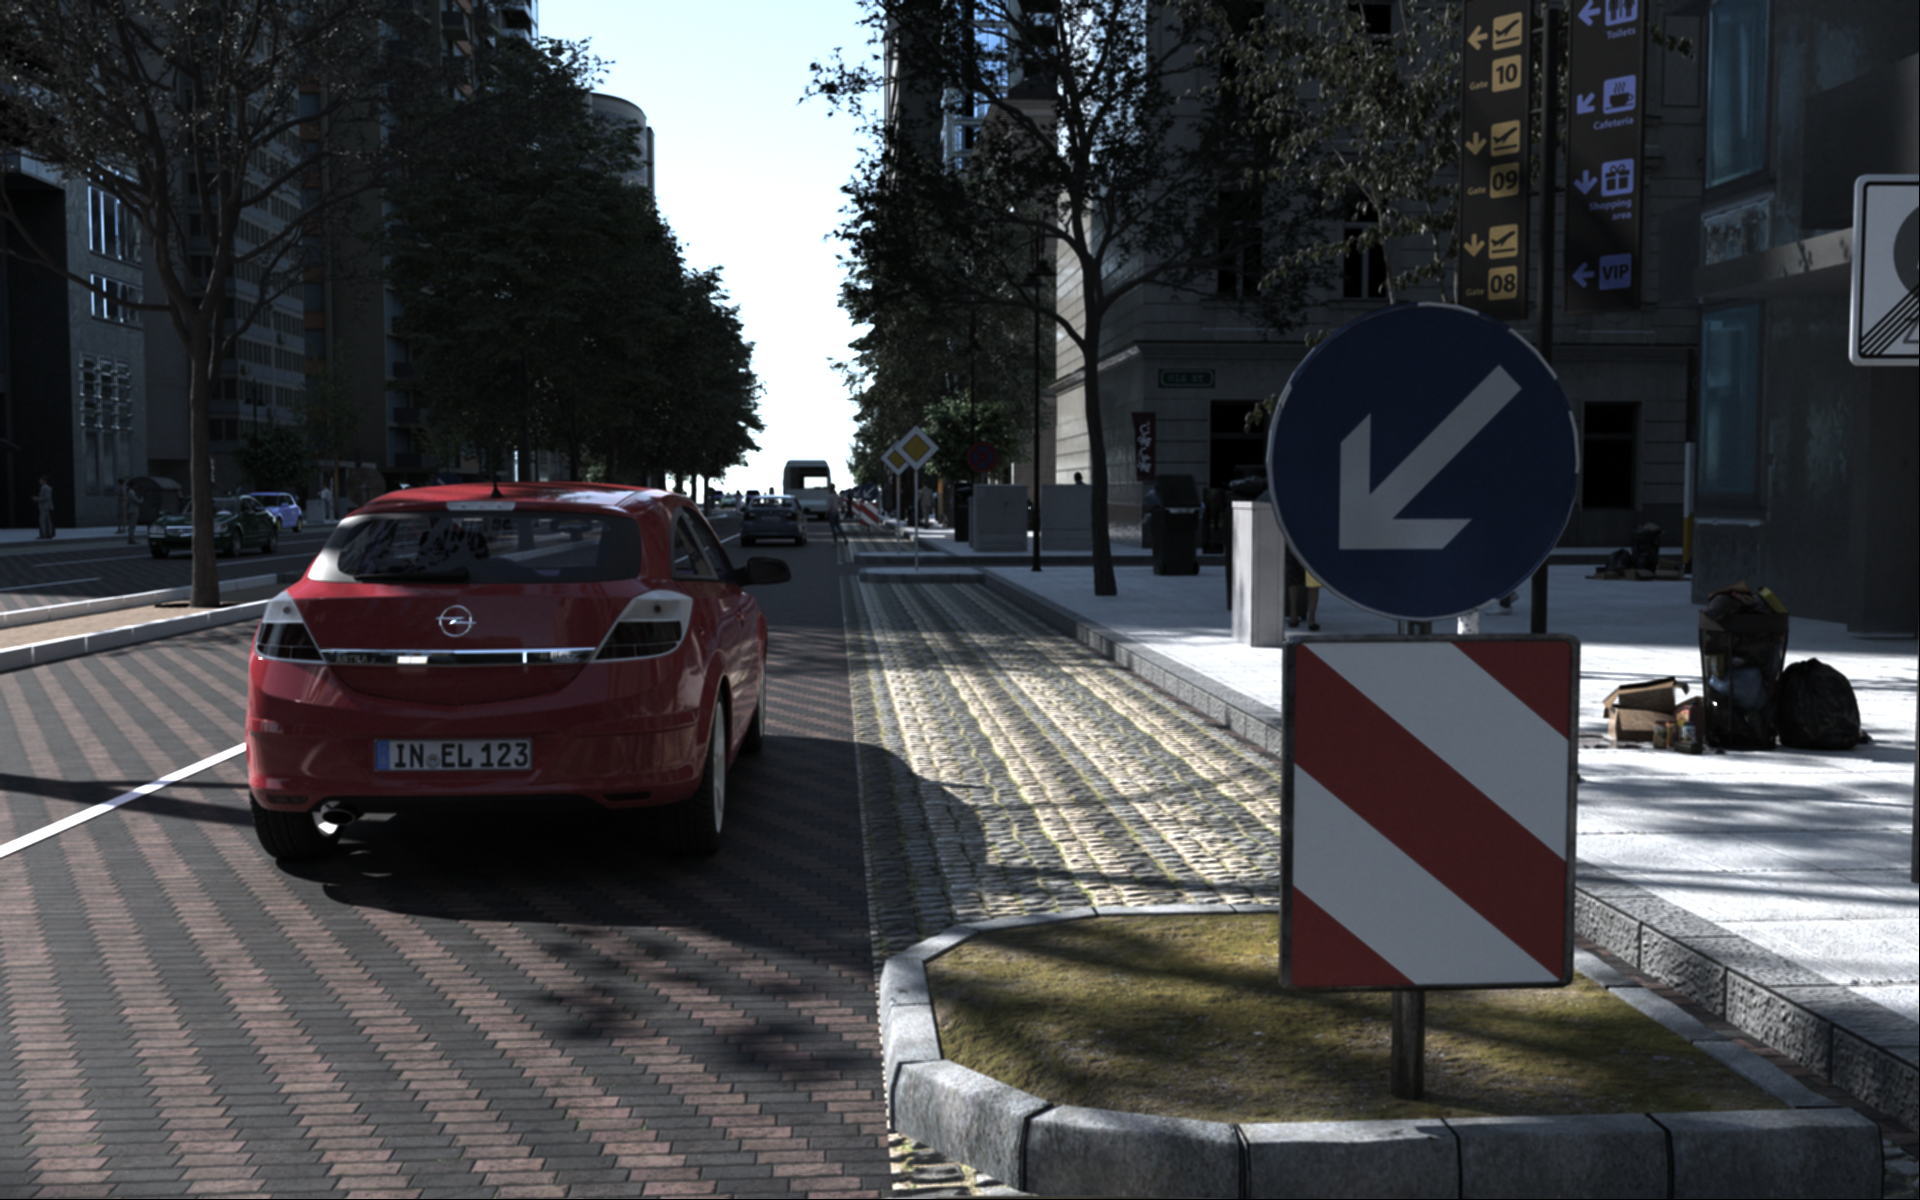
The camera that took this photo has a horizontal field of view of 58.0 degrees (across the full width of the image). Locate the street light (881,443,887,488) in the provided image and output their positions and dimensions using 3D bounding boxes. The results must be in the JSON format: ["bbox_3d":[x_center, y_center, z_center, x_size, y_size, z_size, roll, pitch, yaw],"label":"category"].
[{"bbox_3d":[-5.347,-8.971,119.462,0.468,5.910,1.993,0,4,-4],"label":"street light"}]

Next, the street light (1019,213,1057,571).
[{"bbox_3d":[1.275,-3.419,28.685,0.468,5.910,1.993,0,4,-4],"label":"street light"}]

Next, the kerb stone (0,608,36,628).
[{"bbox_3d":[-10.302,0.193,19.033,0.120,0.150,1.000,0,4,-4],"label":"kerb stone"}]

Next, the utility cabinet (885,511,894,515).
[{"bbox_3d":[-4.042,-5.820,103.833,0.318,1.500,1.173,1,4,18],"label":"utility cabinet"}]

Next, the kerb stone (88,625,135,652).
[{"bbox_3d":[-7.978,0.372,16.137,0.120,0.150,1.000,0,4,-4],"label":"kerb stone"}]

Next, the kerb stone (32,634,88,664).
[{"bbox_3d":[-7.904,0.434,15.100,0.120,0.150,1.000,0,4,-4],"label":"kerb stone"}]

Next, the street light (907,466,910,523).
[{"bbox_3d":[-2.269,-6.364,76.831,0.468,5.910,1.993,0,4,-4],"label":"street light"}]

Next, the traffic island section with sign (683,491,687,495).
[{"bbox_3d":[-38.741,-14.418,244.368,1.989,1.847,2.006,0,4,-4],"label":"traffic island section with sign"}]

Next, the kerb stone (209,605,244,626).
[{"bbox_3d":[-8.203,0.183,19.201,0.120,0.150,1.000,0,4,-4],"label":"kerb stone"}]

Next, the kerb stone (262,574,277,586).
[{"bbox_3d":[-10.907,-0.308,27.226,0.120,0.150,1.000,0,4,-4],"label":"kerb stone"}]

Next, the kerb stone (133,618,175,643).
[{"bbox_3d":[-8.050,0.308,17.157,0.120,0.150,1.000,0,4,-4],"label":"kerb stone"}]

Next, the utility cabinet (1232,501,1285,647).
[{"bbox_3d":[2.579,-0.232,14.959,0.306,1.237,1.020,0,4,0],"label":"utility cabinet"}]

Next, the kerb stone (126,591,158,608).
[{"bbox_3d":[-10.522,0.009,22.102,0.120,0.150,1.000,0,4,-4],"label":"kerb stone"}]

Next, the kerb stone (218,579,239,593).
[{"bbox_3d":[-10.753,-0.182,25.176,0.120,0.150,1.000,0,4,-4],"label":"kerb stone"}]

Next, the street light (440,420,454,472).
[{"bbox_3d":[-30.282,-7.925,102.358,0.468,5.910,1.993,0,4,-4],"label":"street light"}]

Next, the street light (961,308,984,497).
[{"bbox_3d":[0.314,-4.314,43.326,0.468,5.910,1.993,0,4,-4],"label":"street light"}]

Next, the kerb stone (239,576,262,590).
[{"bbox_3d":[-10.822,-0.245,26.203,0.120,0.150,1.000,0,4,-4],"label":"kerb stone"}]

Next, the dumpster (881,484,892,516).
[{"bbox_3d":[-4.019,-5.887,102.017,1.264,1.857,1.865,0,4,-4],"label":"dumpster"}]

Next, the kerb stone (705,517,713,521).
[{"bbox_3d":[-13.818,-4.477,95.401,0.120,0.150,1.000,0,4,-4],"label":"kerb stone"}]

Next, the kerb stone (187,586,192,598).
[{"bbox_3d":[-10.676,-0.119,24.148,0.120,0.150,1.000,0,4,-4],"label":"kerb stone"}]

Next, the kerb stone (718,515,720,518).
[{"bbox_3d":[-14.187,-4.790,100.505,0.120,0.150,1.000,0,4,-4],"label":"kerb stone"}]

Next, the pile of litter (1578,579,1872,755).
[{"bbox_3d":[3.906,0.302,9.026,1.719,0.858,1.176,1,4,10],"label":"pile of litter"}]

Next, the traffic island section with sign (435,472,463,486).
[{"bbox_3d":[-10.502,-1.702,35.967,2.006,1.907,1.989,0,4,-4],"label":"traffic island section with sign"}]

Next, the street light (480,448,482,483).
[{"bbox_3d":[-30.892,-8.496,111.690,0.468,5.910,1.993,0,4,-4],"label":"street light"}]

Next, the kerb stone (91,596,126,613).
[{"bbox_3d":[-10.445,0.068,21.078,0.120,0.150,1.000,0,4,-4],"label":"kerb stone"}]

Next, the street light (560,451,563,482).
[{"bbox_3d":[-33.581,-10.573,145.654,0.468,5.910,1.993,0,4,-4],"label":"street light"}]

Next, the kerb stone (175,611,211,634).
[{"bbox_3d":[-8.134,0.251,18.177,0.120,0.150,1.000,0,4,-4],"label":"kerb stone"}]

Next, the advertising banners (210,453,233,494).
[{"bbox_3d":[-31.696,-4.780,74.335,2.074,3.025,0.090,3,5,40],"label":"advertising banners"}]

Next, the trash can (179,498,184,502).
[{"bbox_3d":[-29.442,-3.254,64.864,0.748,1.137,0.748,0,3,0],"label":"trash can"}]

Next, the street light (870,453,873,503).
[{"bbox_3d":[-7.814,-11.069,153.767,0.468,5.910,1.993,0,4,-4],"label":"street light"}]

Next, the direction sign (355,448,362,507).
[{"bbox_3d":[-29.911,-5.760,86.171,0.379,3.537,0.876,0,4,-2],"label":"direction sign"}]

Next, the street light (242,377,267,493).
[{"bbox_3d":[-27.865,-5.857,68.553,0.468,5.910,1.993,0,4,-4],"label":"street light"}]

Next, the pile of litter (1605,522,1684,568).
[{"bbox_3d":[10.330,-0.734,25.963,1.719,0.858,1.176,2,4,34],"label":"pile of litter"}]

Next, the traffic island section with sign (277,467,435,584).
[{"bbox_3d":[-9.968,-1.250,28.579,2.006,1.907,1.989,0,4,-4],"label":"traffic island section with sign"}]

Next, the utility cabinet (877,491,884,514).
[{"bbox_3d":[-4.807,-6.119,108.730,0.318,1.500,1.173,2,4,27],"label":"utility cabinet"}]

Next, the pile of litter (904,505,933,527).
[{"bbox_3d":[-1.642,-3.320,68.254,1.176,0.858,1.719,0,4,0],"label":"pile of litter"}]

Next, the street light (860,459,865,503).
[{"bbox_3d":[-11.586,-14.149,204.123,0.468,5.910,1.993,0,4,-4],"label":"street light"}]

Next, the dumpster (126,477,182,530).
[{"bbox_3d":[-27.238,-3.224,58.468,1.264,1.857,1.865,0,4,-4],"label":"dumpster"}]

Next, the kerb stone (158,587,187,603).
[{"bbox_3d":[-10.602,-0.057,23.124,0.120,0.150,1.000,0,4,-4],"label":"kerb stone"}]

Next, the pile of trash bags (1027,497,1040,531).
[{"bbox_3d":[3.416,-3.063,59.837,1.912,1.369,3.447,-2,4,-31],"label":"pile of trash bags"}]

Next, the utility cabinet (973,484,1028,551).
[{"bbox_3d":[0.894,-1.813,38.324,1.173,1.500,0.318,-1,4,-16],"label":"utility cabinet"}]

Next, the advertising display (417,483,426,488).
[{"bbox_3d":[-30.615,-5.704,98.472,0.123,1.923,0.974,0,4,6],"label":"advertising display"}]

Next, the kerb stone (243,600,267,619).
[{"bbox_3d":[-8.279,0.121,20.221,0.120,0.150,1.000,0,4,-4],"label":"kerb stone"}]

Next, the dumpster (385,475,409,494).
[{"bbox_3d":[-29.462,-5.361,90.154,1.502,2.255,1.985,0,4,-4],"label":"dumpster"}]

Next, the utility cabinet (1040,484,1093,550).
[{"bbox_3d":[2.427,-1.880,39.410,1.173,1.500,0.318,0,4,-3],"label":"utility cabinet"}]

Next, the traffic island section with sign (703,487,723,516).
[{"bbox_3d":[-16.024,-6.285,110.903,2.006,1.907,1.989,0,4,-4],"label":"traffic island section with sign"}]

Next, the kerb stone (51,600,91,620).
[{"bbox_3d":[-10.371,0.131,20.053,0.120,0.150,1.000,0,4,-4],"label":"kerb stone"}]

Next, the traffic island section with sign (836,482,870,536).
[{"bbox_3d":[-3.239,-3.099,59.296,1.989,1.847,2.006,0,4,-4],"label":"traffic island section with sign"}]

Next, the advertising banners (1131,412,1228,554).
[{"bbox_3d":[4.679,-2.492,36.926,2.074,3.025,0.090,0,4,8],"label":"advertising banners"}]

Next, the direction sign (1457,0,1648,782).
[{"bbox_3d":[2.593,-0.960,7.695,0.379,3.537,0.876,-3,5,-41],"label":"direction sign"}]

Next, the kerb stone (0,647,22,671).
[{"bbox_3d":[-7.833,0.497,14.068,0.120,0.150,1.000,0,4,-4],"label":"kerb stone"}]

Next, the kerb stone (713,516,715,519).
[{"bbox_3d":[-13.886,-4.540,96.420,0.120,0.150,1.000,0,4,-4],"label":"kerb stone"}]
